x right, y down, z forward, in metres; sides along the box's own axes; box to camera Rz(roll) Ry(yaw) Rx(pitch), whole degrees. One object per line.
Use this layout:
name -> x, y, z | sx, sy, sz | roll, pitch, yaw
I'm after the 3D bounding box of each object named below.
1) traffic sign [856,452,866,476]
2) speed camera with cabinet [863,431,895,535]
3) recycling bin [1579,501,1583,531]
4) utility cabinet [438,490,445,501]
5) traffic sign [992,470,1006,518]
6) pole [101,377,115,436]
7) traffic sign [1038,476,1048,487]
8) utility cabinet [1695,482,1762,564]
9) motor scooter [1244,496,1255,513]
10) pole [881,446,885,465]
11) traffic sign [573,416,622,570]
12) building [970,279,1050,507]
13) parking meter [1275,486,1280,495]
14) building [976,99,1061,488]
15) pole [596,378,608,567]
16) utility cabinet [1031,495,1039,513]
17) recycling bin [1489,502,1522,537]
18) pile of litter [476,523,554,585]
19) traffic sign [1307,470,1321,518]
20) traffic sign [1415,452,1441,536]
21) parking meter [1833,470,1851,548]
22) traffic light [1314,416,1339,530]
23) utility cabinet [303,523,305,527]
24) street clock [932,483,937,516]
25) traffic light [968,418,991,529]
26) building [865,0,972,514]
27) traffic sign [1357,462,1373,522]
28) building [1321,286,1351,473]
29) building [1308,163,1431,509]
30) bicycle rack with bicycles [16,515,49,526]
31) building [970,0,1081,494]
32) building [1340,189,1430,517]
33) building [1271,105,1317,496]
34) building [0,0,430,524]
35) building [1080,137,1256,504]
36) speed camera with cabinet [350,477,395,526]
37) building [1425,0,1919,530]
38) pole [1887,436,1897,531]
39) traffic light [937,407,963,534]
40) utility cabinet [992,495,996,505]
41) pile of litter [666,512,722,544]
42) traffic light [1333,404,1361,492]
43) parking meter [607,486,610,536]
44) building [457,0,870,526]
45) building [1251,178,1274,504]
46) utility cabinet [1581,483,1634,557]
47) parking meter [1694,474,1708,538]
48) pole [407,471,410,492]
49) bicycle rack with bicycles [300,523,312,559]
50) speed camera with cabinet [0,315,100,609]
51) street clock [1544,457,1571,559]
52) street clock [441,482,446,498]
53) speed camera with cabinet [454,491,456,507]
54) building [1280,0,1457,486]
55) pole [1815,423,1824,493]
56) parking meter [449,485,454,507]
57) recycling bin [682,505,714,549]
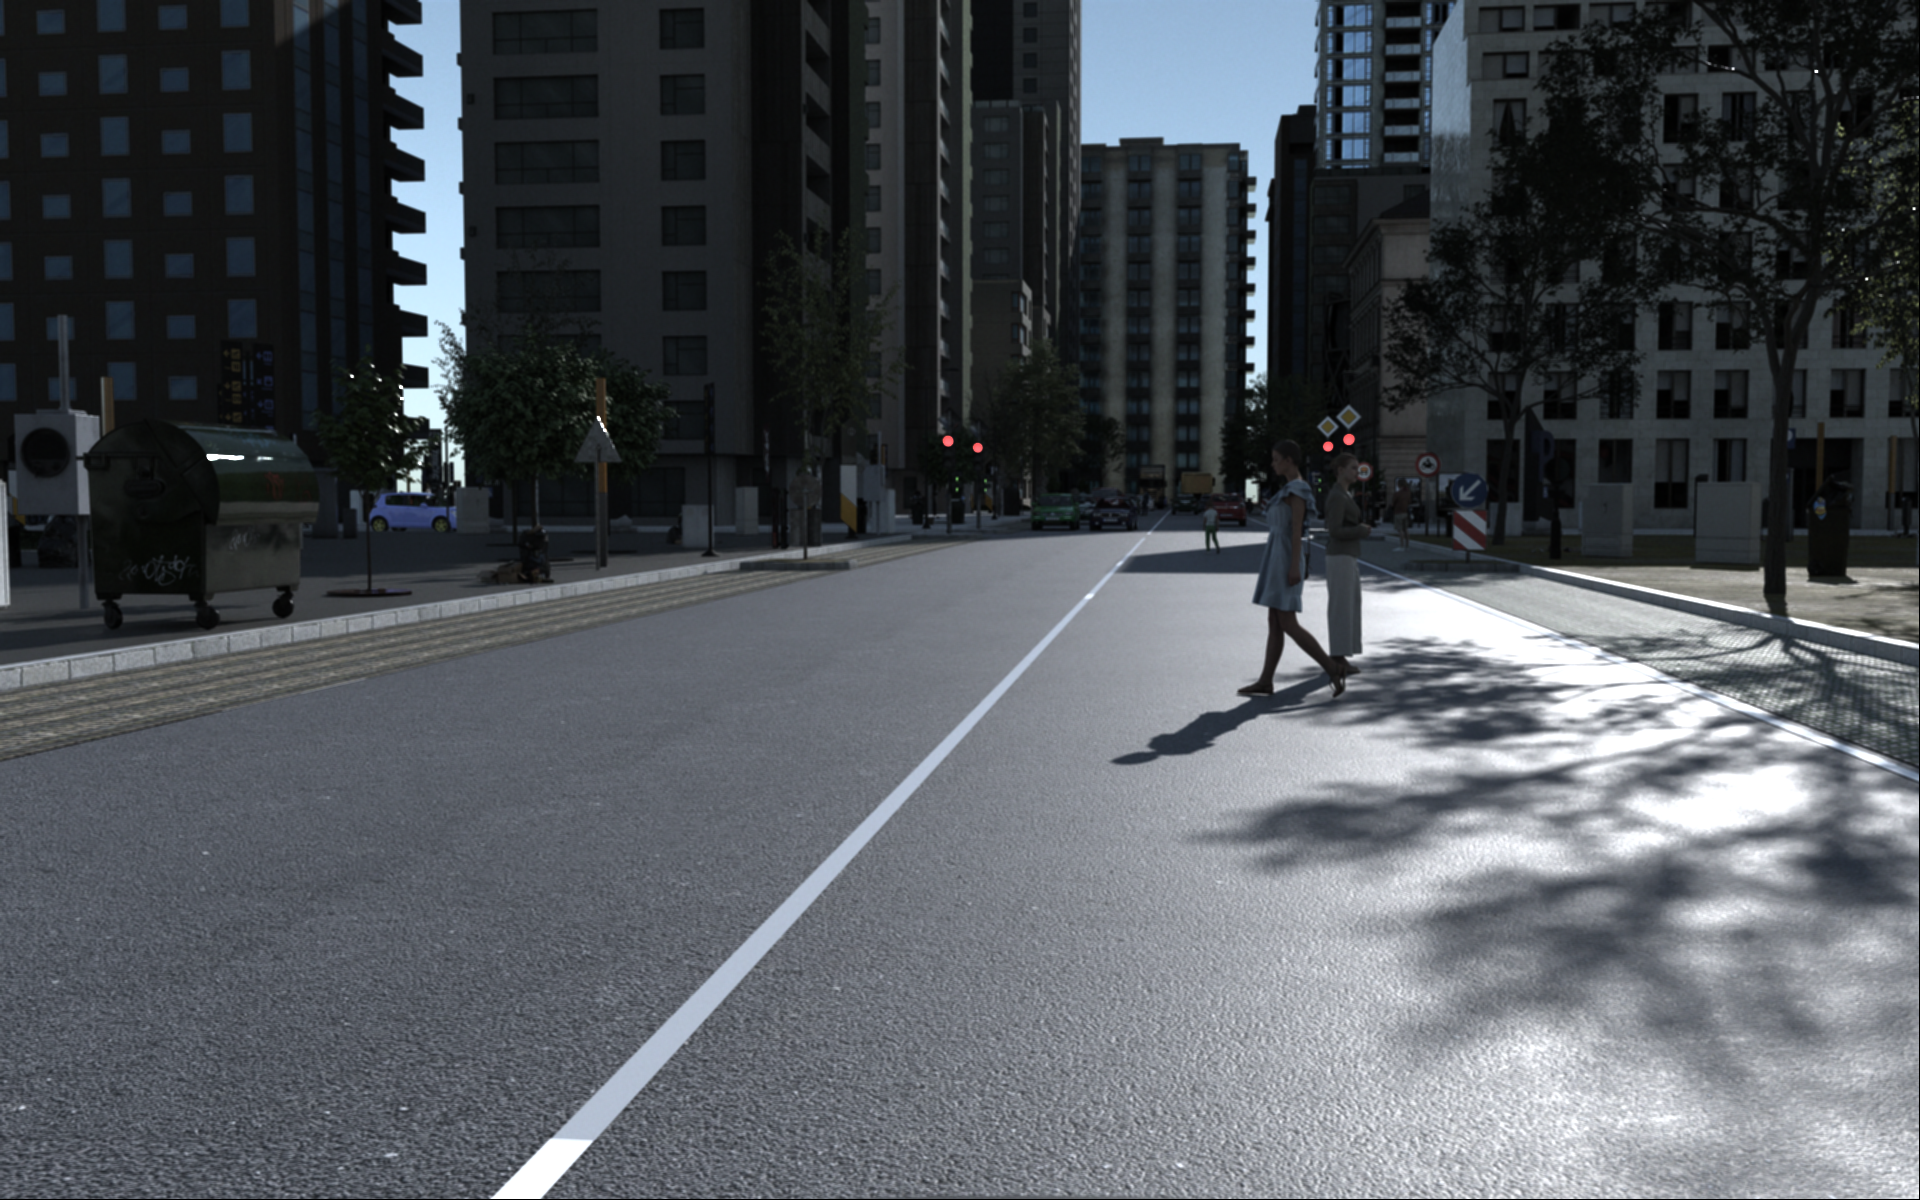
traffic sign -> -3.197, -3.160, 51.780 | 0.768, 2.556, 0.104 | 1, 4, 17
speed camera with cabinet -> -2.575, -3.722, 55.196 | 0.660, 3.252, 2.038 | 1, 4, 12
recycling bin -> 22.038, -2.931, 60.468 | 0.722, 1.027, 0.722 | 2, 4, 29
utility cabinet -> -25.249, -4.625, 84.290 | 0.318, 1.500, 1.173 | -1, 4, -17
traffic sign -> 2.080, -5.670, 92.805 | 0.768, 2.556, 0.104 | 1, 4, 9
pole -> -14.856, -2.227, 30.262 | 0.158, 3.312, 0.155 | 0, 3, 0
traffic sign -> 5.737, -7.329, 119.932 | 0.768, 2.556, 0.104 | 1, 4, 13
utility cabinet -> 14.109, -1.414, 31.802 | 0.318, 1.500, 1.173 | -2, 4, -27
motor scooter -> 21.396, -7.045, 127.955 | 0.815, 1.314, 1.986 | 0, 4, 6
pole -> -3.255, -4.853, 73.195 | 0.158, 3.312, 0.155 | 0, 3, 0
traffic sign -> -6.082, -1.775, 29.028 | 0.884, 2.594, 0.081 | 1, 4, 16
building -> -6.831, -18.986, 155.459 | 27.650, 21.520, 28.899 | 0, 4, 7
parking meter -> 24.427, -7.805, 133.321 | 0.399, 1.863, 0.255 | -3, 5, -40
building -> 2.603, -30.072, 175.263 | 14.154, 41.232, 14.086 | 0, 4, 7
pole -> -6.306, -2.241, 30.490 | 0.158, 3.312, 0.155 | 0, 3, 0
utility cabinet -> 4.955, -6.315, 114.411 | 0.306, 1.237, 1.020 | -1, 4, -14
recycling bin -> 16.374, -2.411, 51.977 | 0.722, 1.027, 0.722 | 0, 4, -7
pile of litter -> -6.450, -0.686, 25.176 | 1.176, 0.858, 1.719 | 0, 4, -1
traffic sign -> 18.945, -5.654, 92.543 | 0.768, 2.556, 0.104 | 1, 4, 9
traffic sign -> 14.251, -3.223, 52.810 | 0.768, 2.556, 0.104 | 1, 4, 12
parking meter -> 21.137, -2.194, 41.590 | 0.399, 1.863, 0.255 | 1, 4, 15
traffic light -> 13.165, -4.481, 62.190 | 0.839, 4.253, 0.868 | 0, 4, 7
utility cabinet -> -25.717, -3.435, 67.323 | 0.306, 1.237, 1.020 | -2, 4, -29
street clock -> -1.502, -6.034, 103.230 | 0.358, 2.002, 0.471 | 0, 4, -2
traffic light -> 0.707, -4.579, 63.794 | 0.839, 4.253, 0.868 | 0, 4, 7
building -> -7.004, -26.251, 112.802 | 14.154, 41.232, 14.086 | 0, 4, 7
traffic sign -> 16.054, -4.206, 68.871 | 0.768, 2.556, 0.104 | 1, 4, 12
building -> 34.948, -15.847, 126.549 | 16.820, 18.784, 16.811 | 0, 4, 7
building -> 38.240, -23.469, 155.422 | 14.160, 30.474, 14.107 | 0, 4, 7
bicycle rack with bicycles -> -38.393, -3.505, 70.694 | 2.852, 0.926, 2.925 | 2, 4, 28
building -> 3.175, -46.624, 200.559 | 20.611, 71.187, 20.563 | 0, 4, 7
building -> 28.869, -14.612, 103.531 | 10.561, 19.102, 19.286 | 0, 4, 7
building -> 43.453, -33.617, 199.748 | 14.600, 45.320, 14.200 | 0, 4, 7
building -> -33.858, -26.146, 77.605 | 14.200, 45.320, 14.600 | 0, 4, 7
building -> 24.492, -37.670, 235.507 | 30.456, 49.044, 23.786 | 0, 4, 7
speed camera with cabinet -> -24.199, -4.711, 71.368 | 0.660, 3.252, 2.038 | 2, 4, 24
building -> 27.743, -13.038, 67.916 | 16.860, 20.320, 10.420 | 0, 4, 7
pole -> 32.543, -4.075, 60.471 | 0.158, 3.312, 0.155 | 0, 3, 0
traffic light -> -0.327, -4.095, 55.876 | 0.839, 4.253, 0.868 | 0, 4, 7
utility cabinet -> 2.427, -7.640, 136.080 | 0.306, 1.237, 1.020 | 3, 4, 39
pile of litter -> -6.901, -1.893, 44.917 | 1.719, 0.858, 1.176 | -2, 4, -35
traffic light -> 12.131, -3.997, 54.271 | 0.839, 4.253, 0.868 | 0, 4, 7
parking meter -> -10.922, -2.732, 53.077 | 0.372, 1.533, 0.369 | 0, 3, 0
building -> -12.060, -18.518, 74.471 | 14.160, 30.474, 14.107 | 0, 4, 7
building -> 53.724, -35.217, 230.426 | 28.867, 44.769, 22.147 | 0, 4, 7
utility cabinet -> 13.135, -1.620, 35.168 | 0.318, 1.500, 1.173 | -1, 4, -20
parking meter -> 21.697, -2.753, 50.723 | 0.255, 1.863, 0.399 | 3, 5, 43
pole -> -40.526, -8.161, 127.268 | 0.158, 3.312, 0.155 | 0, 3, 0
bicycle rack with bicycles -> -13.947, -1.241, 33.670 | 2.852, 0.926, 2.925 | 1, 4, 16
speed camera with cabinet -> -10.596, -1.511, 19.035 | 2.038, 3.252, 0.660 | 0, 3, 0
street clock -> 11.772, -1.811, 34.188 | 0.471, 2.002, 0.358 | 1, 4, 10
street clock -> -30.368, -5.954, 101.921 | 0.358, 2.002, 0.471 | -1, 4, -22
speed camera with cabinet -> -26.080, -6.038, 93.060 | 2.038, 3.252, 0.660 | -2, 4, -26
building -> 44.905, -52.776, 175.553 | 22.319, 86.520, 31.000 | 0, 4, 7
pole -> 24.553, -3.403, 49.489 | 0.158, 3.312, 0.155 | 0, 3, 0
parking meter -> -33.000, -6.534, 112.541 | 0.255, 1.863, 0.399 | 0, 4, 1
recycling bin -> -6.133, -1.714, 40.573 | 0.722, 1.027, 0.722 | 0, 4, -7
